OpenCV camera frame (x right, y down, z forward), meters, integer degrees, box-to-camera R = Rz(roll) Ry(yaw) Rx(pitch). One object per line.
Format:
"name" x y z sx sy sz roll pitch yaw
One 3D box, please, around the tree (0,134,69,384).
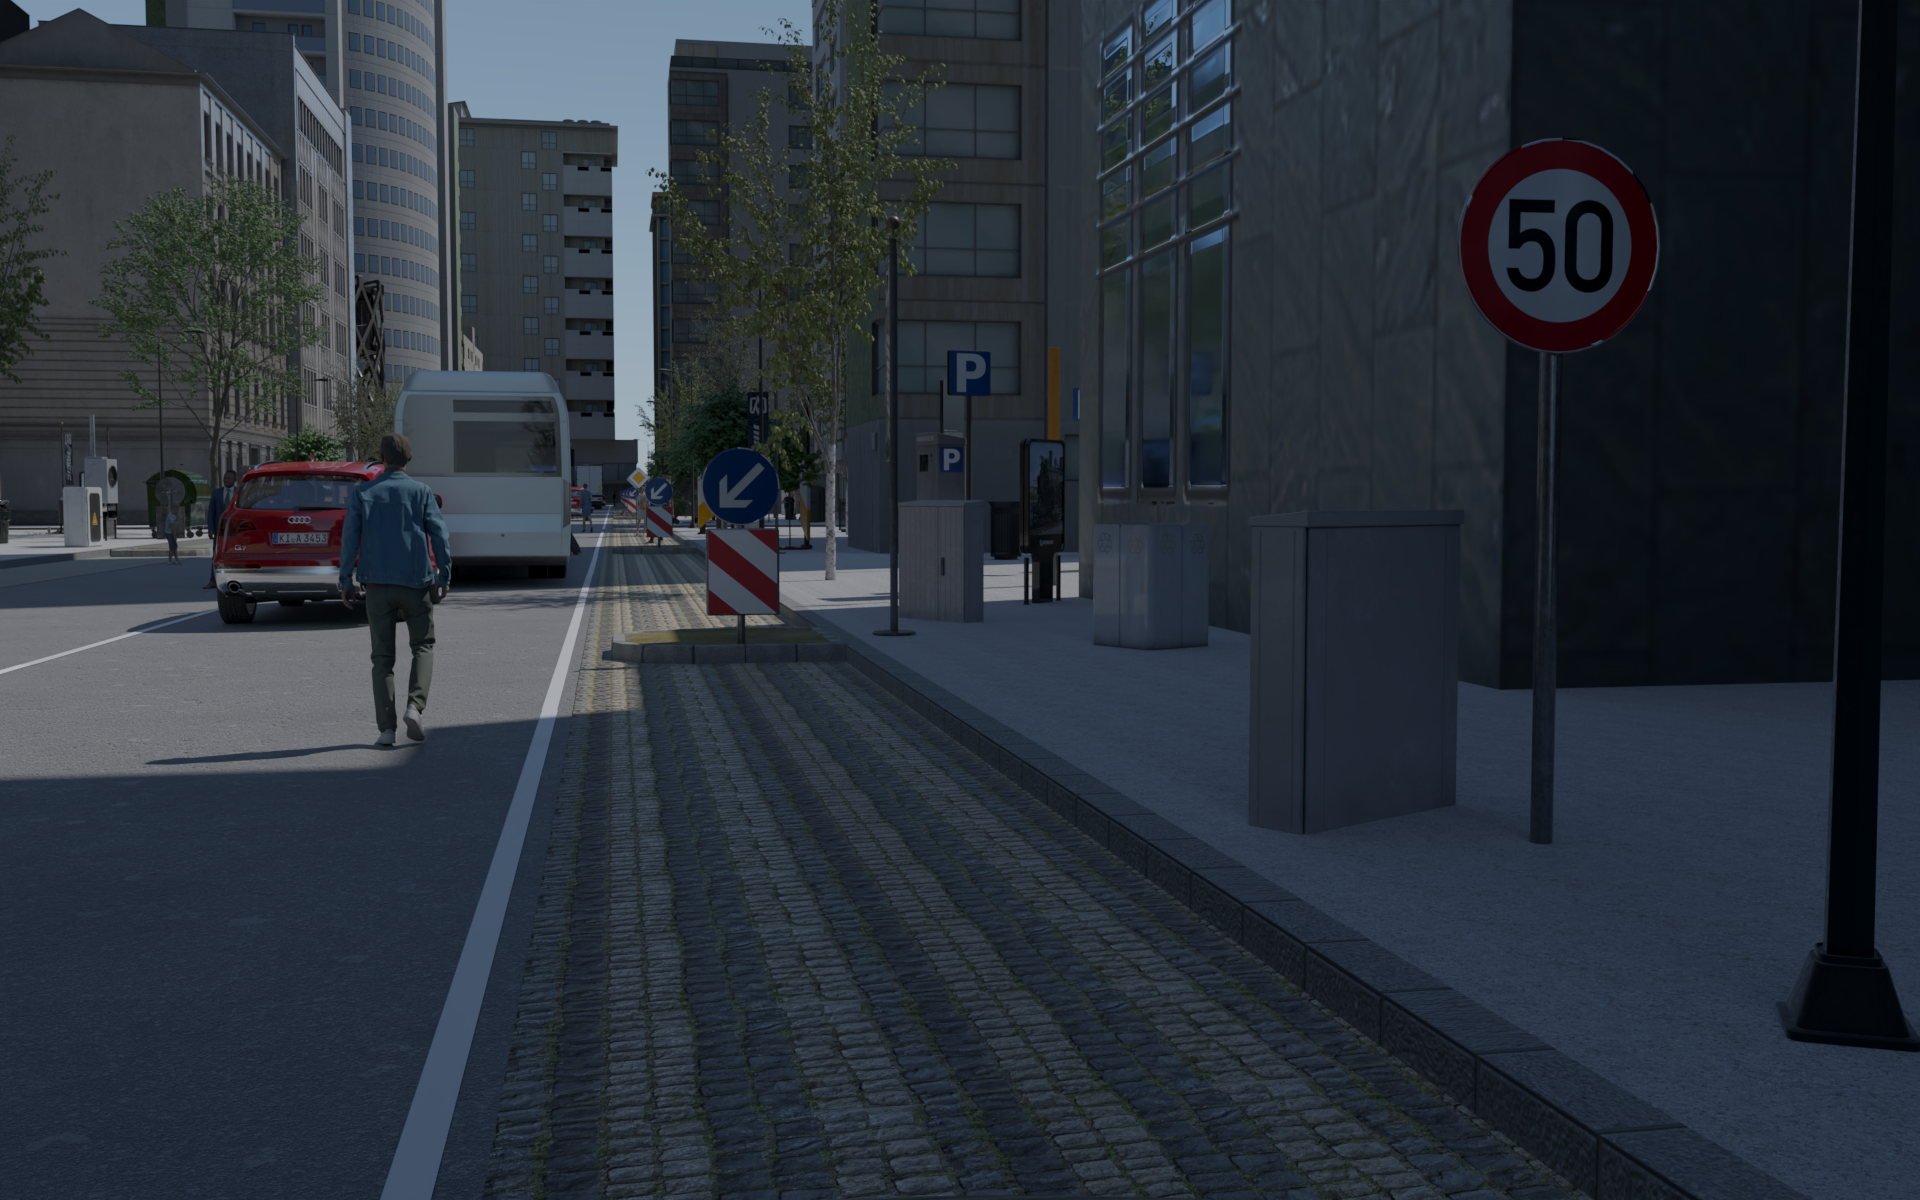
"tree" -20.207 -5.191 35.243 4.737 8.622 4.395 0 3 0

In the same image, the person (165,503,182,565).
"person" -15.996 -1.348 35.224 0.352 1.250 0.332 1 4 11

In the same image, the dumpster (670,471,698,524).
"dumpster" -11.764 -4.393 74.317 1.502 2.255 1.985 -1 4 -11

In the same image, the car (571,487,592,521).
"car" -20.959 -5.172 93.232 2.281 1.827 5.304 -1 4 -13

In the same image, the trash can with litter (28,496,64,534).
"trash can with litter" -28.758 -2.723 55.576 1.678 1.210 2.233 -3 5 -44

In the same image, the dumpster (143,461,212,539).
"dumpster" -22.919 -2.949 50.709 1.502 2.255 1.985 -1 4 -11

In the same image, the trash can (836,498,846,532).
"trash can" -3.785 -2.857 58.359 0.748 1.137 0.748 0 3 0

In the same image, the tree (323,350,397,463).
"tree" -30.547 -8.444 88.425 4.360 8.622 3.978 0 3 0

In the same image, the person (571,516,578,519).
"person" -22.168 -5.574 99.842 0.606 1.804 0.583 -3 5 -40

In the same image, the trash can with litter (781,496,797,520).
"trash can with litter" -8.450 -4.554 85.848 0.624 1.170 1.055 1 4 9

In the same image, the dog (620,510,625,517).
"dog" -19.669 -4.991 100.887 0.540 0.507 0.406 1 4 15

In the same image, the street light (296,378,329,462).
"street light" -26.032 -5.934 69.557 1.470 5.913 1.316 -1 4 -11

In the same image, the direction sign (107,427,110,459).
"direction sign" -28.886 -4.087 58.818 0.379 3.537 0.876 -2 4 -23

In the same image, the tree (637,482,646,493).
"tree" -34.704 -11.879 188.829 1.663 3.219 1.824 0 3 0

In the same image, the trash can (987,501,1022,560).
"trash can" 0.898 -1.359 33.868 0.748 1.137 0.748 0 3 0

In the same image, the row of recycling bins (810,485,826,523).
"row of recycling bins" -6.752 -4.404 79.117 1.069 1.692 3.534 0 4 2

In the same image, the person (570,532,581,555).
"person" -9.636 -1.946 40.528 1.509 1.804 0.699 -2 4 -23

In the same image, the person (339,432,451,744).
"person" -3.217 -0.064 9.888 0.601 1.785 0.444 -1 4 -14

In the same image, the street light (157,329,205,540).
"street light" -21.949 -4.666 48.836 1.470 5.913 1.316 -1 4 -11

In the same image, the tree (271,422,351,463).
"tree" -29.469 -5.806 78.635 4.285 4.588 4.351 0 3 0

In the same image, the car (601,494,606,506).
"car" -43.089 -12.024 205.259 2.281 1.827 5.304 -1 4 -10

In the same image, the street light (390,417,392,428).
"street light" -32.046 -7.757 99.365 1.470 5.913 1.316 -1 4 -11

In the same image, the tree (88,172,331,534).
"tree" -24.004 -7.951 55.758 9.928 11.665 9.643 0 3 0

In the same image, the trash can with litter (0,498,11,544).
"trash can with litter" -24.944 -2.026 44.509 1.055 1.170 0.624 1 4 20

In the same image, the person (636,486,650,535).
"person" -10.935 -3.071 59.716 0.512 1.701 0.522 -1 4 -11

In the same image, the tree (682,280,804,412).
"tree" -7.711 -6.732 60.429 4.360 8.622 3.978 0 3 0

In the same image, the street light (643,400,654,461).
"street light" -14.860 -6.943 86.058 1.470 5.913 1.316 -1 4 -11

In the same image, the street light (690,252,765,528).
"street light" -4.399 -3.732 33.556 1.470 5.913 1.316 -1 4 -11

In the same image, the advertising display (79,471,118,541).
"advertising display" -24.744 -2.724 49.753 0.974 1.923 0.123 -3 5 -42

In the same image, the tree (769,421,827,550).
"tree" -3.823 -2.784 40.122 1.663 3.219 1.824 0 3 0

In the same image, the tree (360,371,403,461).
"tree" -34.326 -9.399 104.034 4.737 8.622 4.395 0 3 0

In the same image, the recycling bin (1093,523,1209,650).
"recycling bin" 1.616 -0.128 14.653 0.722 1.027 0.722 -3 4 -38

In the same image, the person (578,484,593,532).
"person" -13.963 -3.436 64.695 0.581 1.822 0.654 -2 4 -34

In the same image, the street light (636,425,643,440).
"street light" -20.805 -8.784 116.160 1.470 5.913 1.316 -1 4 -11

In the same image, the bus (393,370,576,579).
"bus" -8.635 -2.295 32.377 2.948 3.499 13.247 -1 4 -13

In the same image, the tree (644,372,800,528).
"tree" -6.265 -3.867 46.935 4.285 4.588 4.351 0 3 0

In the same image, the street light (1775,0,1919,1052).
"street light" 1.590 -1.916 3.870 1.470 5.913 1.316 -1 4 -11

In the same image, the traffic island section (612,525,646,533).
"traffic island section" -11.912 -2.580 64.466 2.009 0.180 2.903 -1 4 -11

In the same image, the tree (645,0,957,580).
"tree" -2.152 -4.606 25.667 4.737 8.622 4.395 0 3 0

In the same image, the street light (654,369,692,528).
"street light" -10.518 -5.623 64.479 1.470 5.913 1.316 -1 4 -11

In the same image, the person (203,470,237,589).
"person" -11.167 -1.082 26.378 0.721 1.800 0.419 -2 4 -23

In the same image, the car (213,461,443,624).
"car" -7.469 -0.744 20.833 2.281 1.827 5.304 -1 4 -11

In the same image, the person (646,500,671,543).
"person" -8.718 -2.529 50.039 0.721 1.800 0.419 0 4 6

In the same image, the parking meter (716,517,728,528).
"parking meter" -7.769 -2.938 56.446 0.372 1.533 0.369 0 3 0

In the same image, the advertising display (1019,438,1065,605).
"advertising display" 0.975 -0.929 20.409 0.123 1.923 0.974 2 4 29
